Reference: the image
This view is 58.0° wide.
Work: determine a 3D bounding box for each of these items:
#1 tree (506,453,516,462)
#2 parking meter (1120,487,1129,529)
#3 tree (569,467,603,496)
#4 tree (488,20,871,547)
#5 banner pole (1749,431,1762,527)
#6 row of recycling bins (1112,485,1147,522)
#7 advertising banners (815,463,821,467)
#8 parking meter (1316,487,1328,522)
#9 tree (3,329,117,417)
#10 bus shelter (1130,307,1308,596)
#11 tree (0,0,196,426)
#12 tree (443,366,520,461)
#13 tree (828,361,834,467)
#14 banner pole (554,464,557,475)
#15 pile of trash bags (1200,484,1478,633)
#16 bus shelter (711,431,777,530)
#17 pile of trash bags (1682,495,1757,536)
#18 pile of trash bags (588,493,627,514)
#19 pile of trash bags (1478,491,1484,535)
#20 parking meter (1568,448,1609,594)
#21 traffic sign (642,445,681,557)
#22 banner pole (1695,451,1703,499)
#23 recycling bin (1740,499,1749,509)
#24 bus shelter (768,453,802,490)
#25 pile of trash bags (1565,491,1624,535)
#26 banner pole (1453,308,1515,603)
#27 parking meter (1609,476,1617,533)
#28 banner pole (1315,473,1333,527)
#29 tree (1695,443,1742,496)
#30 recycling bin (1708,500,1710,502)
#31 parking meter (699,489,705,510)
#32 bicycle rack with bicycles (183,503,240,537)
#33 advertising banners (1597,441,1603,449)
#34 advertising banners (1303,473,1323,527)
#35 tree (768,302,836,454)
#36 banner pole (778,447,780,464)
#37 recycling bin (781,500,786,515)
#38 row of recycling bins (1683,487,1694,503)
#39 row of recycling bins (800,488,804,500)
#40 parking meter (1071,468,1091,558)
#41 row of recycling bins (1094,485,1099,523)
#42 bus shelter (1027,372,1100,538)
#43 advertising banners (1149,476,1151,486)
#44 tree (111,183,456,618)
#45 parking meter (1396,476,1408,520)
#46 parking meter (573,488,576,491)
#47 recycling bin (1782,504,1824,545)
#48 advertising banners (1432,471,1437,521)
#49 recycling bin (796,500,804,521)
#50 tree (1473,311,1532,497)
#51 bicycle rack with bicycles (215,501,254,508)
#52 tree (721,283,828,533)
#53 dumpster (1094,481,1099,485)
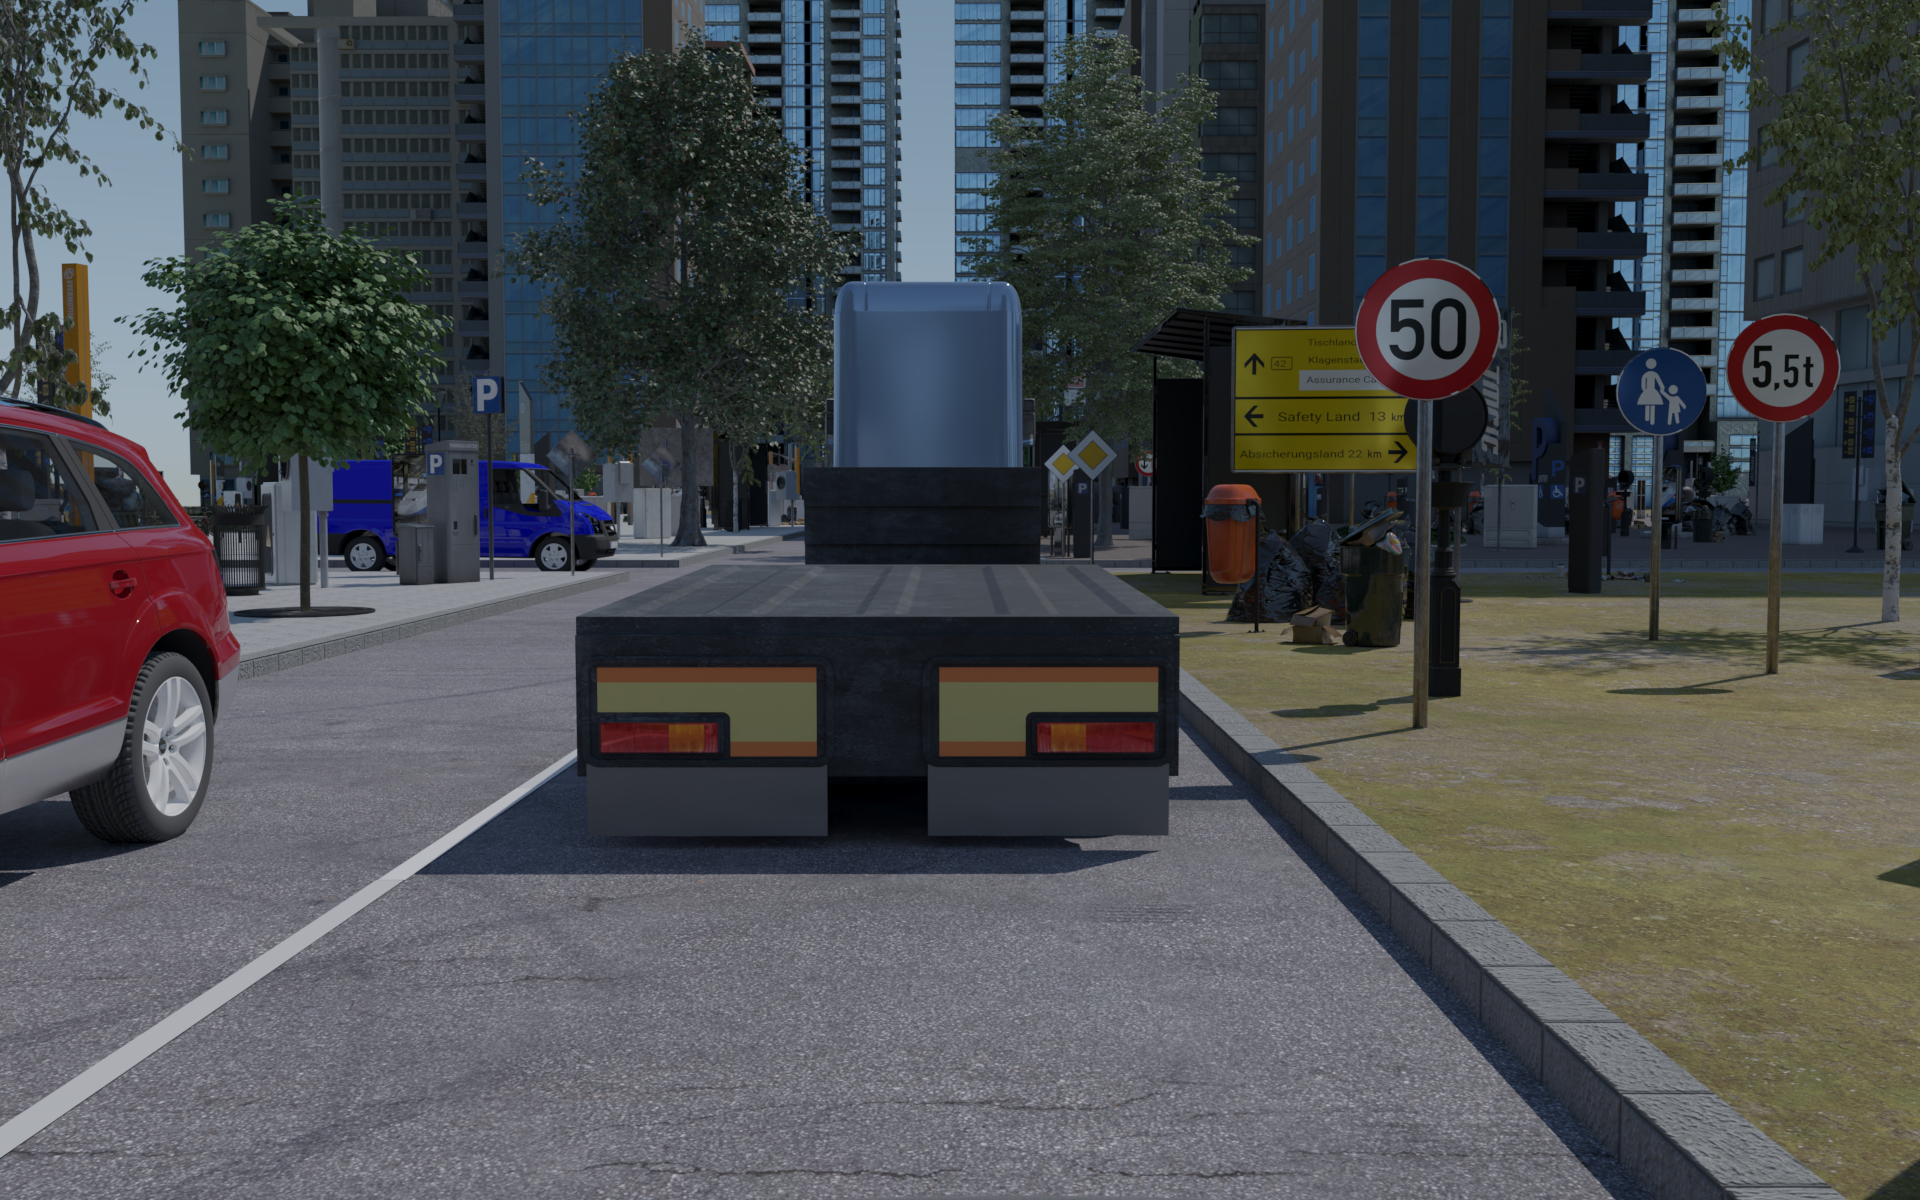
[{"bbox_3d":[-20.978,-5.291,81.117,1.663,3.219,1.824,0,3,0],"label":"tree"},{"bbox_3d":[6.097,-3.391,63.860,0.372,1.533,0.369,0,3,0],"label":"parking meter"},{"bbox_3d":[-19.589,-5.847,90.196,1.663,3.219,1.824,0,3,0],"label":"tree"},{"bbox_3d":[-6.694,-7.677,42.527,9.611,12.733,9.660,0,3,0],"label":"tree"},{"bbox_3d":[31.280,-4.782,68.208,0.863,3.779,0.401,-3,4,-36],"label":"banner pole"},{"bbox_3d":[8.256,-4.426,79.471,3.534,1.692,1.069,-2,4,-34],"label":"row of recycling bins"},{"bbox_3d":[-7.335,-6.107,96.043,2.074,3.025,0.090,3,5,44],"label":"advertising banners"},{"bbox_3d":[12.234,-3.068,58.574,0.372,1.533,0.369,0,3,0],"label":"parking meter"},{"bbox_3d":[-36.761,-7.367,70.812,4.737,8.622,4.395,0,3,0],"label":"tree"},{"bbox_3d":[3.588,-2.056,24.894,1.731,3.624,6.357,0,4,0],"label":"bus shelter"},{"bbox_3d":[-6.995,-3.774,12.061,4.360,8.622,3.978,0,3,0],"label":"tree"},{"bbox_3d":[-27.779,-9.174,100.353,4.360,8.622,3.978,0,3,0],"label":"tree"},{"bbox_3d":[-6.488,-7.946,80.284,4.737,8.622,4.395,0,3,0],"label":"tree"},{"bbox_3d":[-23.380,-6.657,98.856,0.863,3.779,0.401,0,4,3],"label":"banner pole"},{"bbox_3d":[3.484,-0.459,17.250,1.912,1.369,3.447,3,5,40],"label":"pile of trash bags"},{"bbox_3d":[-7.972,-4.469,64.345,1.731,3.624,6.357,0,3,0],"label":"bus shelter"},{"bbox_3d":[23.564,-2.764,54.938,1.912,1.369,3.447,-1,4,-15],"label":"pile of trash bags"},{"bbox_3d":[-22.033,-6.056,108.773,1.912,1.369,3.447,2,4,35],"label":"pile of trash bags"},{"bbox_3d":[16.423,-2.831,56.042,1.912,1.369,3.447,2,4,25],"label":"pile of trash bags"},{"bbox_3d":[8.100,-1.023,22.429,0.255,1.863,0.399,-2,4,-25],"label":"parking meter"},{"bbox_3d":[-6.053,-1.925,35.116,0.795,2.450,0.064,0,4,0],"label":"traffic sign"},{"bbox_3d":[42.869,-6.759,100.532,0.401,3.779,0.863,0,4,-6],"label":"banner pole"},{"bbox_3d":[41.656,-4.881,92.359,0.722,1.027,0.722,3,5,43],"label":"recycling bin"},{"bbox_3d":[-9.201,-5.694,87.020,2.014,3.302,5.546,0,4,0],"label":"bus shelter"},{"bbox_3d":[19.812,-2.799,55.509,3.447,1.369,1.912,-1,4,-17],"label":"pile of trash bags"},{"bbox_3d":[6.127,-1.865,20.502,0.863,3.779,0.401,0,4,-7],"label":"banner pole"},{"bbox_3d":[21.490,-3.152,57.245,0.399,1.863,0.255,2,4,26],"label":"parking meter"},{"bbox_3d":[14.114,-4.725,67.270,0.863,3.779,0.401,-2,4,-23],"label":"banner pole"},{"bbox_3d":[28.766,-4.347,65.681,1.663,3.219,1.824,0,3,0],"label":"tree"},{"bbox_3d":[30.977,-3.644,72.133,0.722,1.027,0.722,0,4,-6],"label":"recycling bin"},{"bbox_3d":[-11.193,-4.062,74.817,0.372,1.533,0.369,0,3,0],"label":"parking meter"},{"bbox_3d":[-23.642,-2.364,52.026,2.852,0.926,2.925,3,5,43],"label":"bicycle rack with bicycles"},{"bbox_3d":[21.053,-3.763,57.713,0.090,3.025,2.074,0,4,4],"label":"advertising banners"},{"bbox_3d":[8.936,-3.010,45.398,0.090,3.025,2.074,-2,4,-27],"label":"advertising banners"},{"bbox_3d":[-6.477,-11.799,103.291,12.009,13.543,11.850,0,3,0],"label":"tree"},{"bbox_3d":[-9.591,-6.245,92.130,0.401,3.779,0.863,0,4,-2],"label":"banner pole"},{"bbox_3d":[-8.187,-3.983,77.680,0.722,1.027,0.722,-1,4,-13],"label":"recycling bin"},{"bbox_3d":[40.934,-5.638,99.296,1.069,1.692,3.534,0,4,-6],"label":"row of recycling bins"},{"bbox_3d":[-9.348,-5.605,98.755,1.069,1.692,3.534,0,4,-4],"label":"row of recycling bins"},{"bbox_3d":[2.434,-1.777,34.759,0.399,1.863,0.255,0,4,0],"label":"parking meter"},{"bbox_3d":[4.732,-4.230,76.268,3.534,1.692,1.069,-1,4,-9],"label":"row of recycling bins"},{"bbox_3d":[3.034,-4.682,54.186,2.179,5.291,8.768,0,3,0],"label":"bus shelter"},{"bbox_3d":[7.490,-4.524,70.155,0.090,3.025,2.074,1,4,22],"label":"advertising banners"},{"bbox_3d":[-7.114,-2.125,18.451,4.285,4.588,4.351,0,3,0],"label":"tree"},{"bbox_3d":[14.423,-3.108,56.525,0.255,1.863,0.399,2,4,31],"label":"parking meter"},{"bbox_3d":[-13.743,-3.227,61.179,0.372,1.533,0.369,0,3,0],"label":"parking meter"},{"bbox_3d":[21.301,-1.912,43.820,0.722,1.027,0.722,-1,4,-12],"label":"recycling bin"},{"bbox_3d":[17.074,-4.024,61.975,0.090,3.025,2.074,0,4,5],"label":"advertising banners"},{"bbox_3d":[-6.525,-3.749,73.851,0.722,1.027,0.722,2,4,30],"label":"recycling bin"},{"bbox_3d":[20.043,-7.114,66.674,4.737,8.622,4.395,0,3,0],"label":"tree"},{"bbox_3d":[-38.935,-4.768,91.338,2.925,0.926,2.852,0,4,-3],"label":"bicycle rack with bicycles"},{"bbox_3d":[-7.064,-6.473,56.204,4.737,8.622,4.395,0,3,0],"label":"tree"},{"bbox_3d":[5.882,-4.439,78.338,1.264,1.857,1.865,0,4,0],"label":"dumpster"}]
